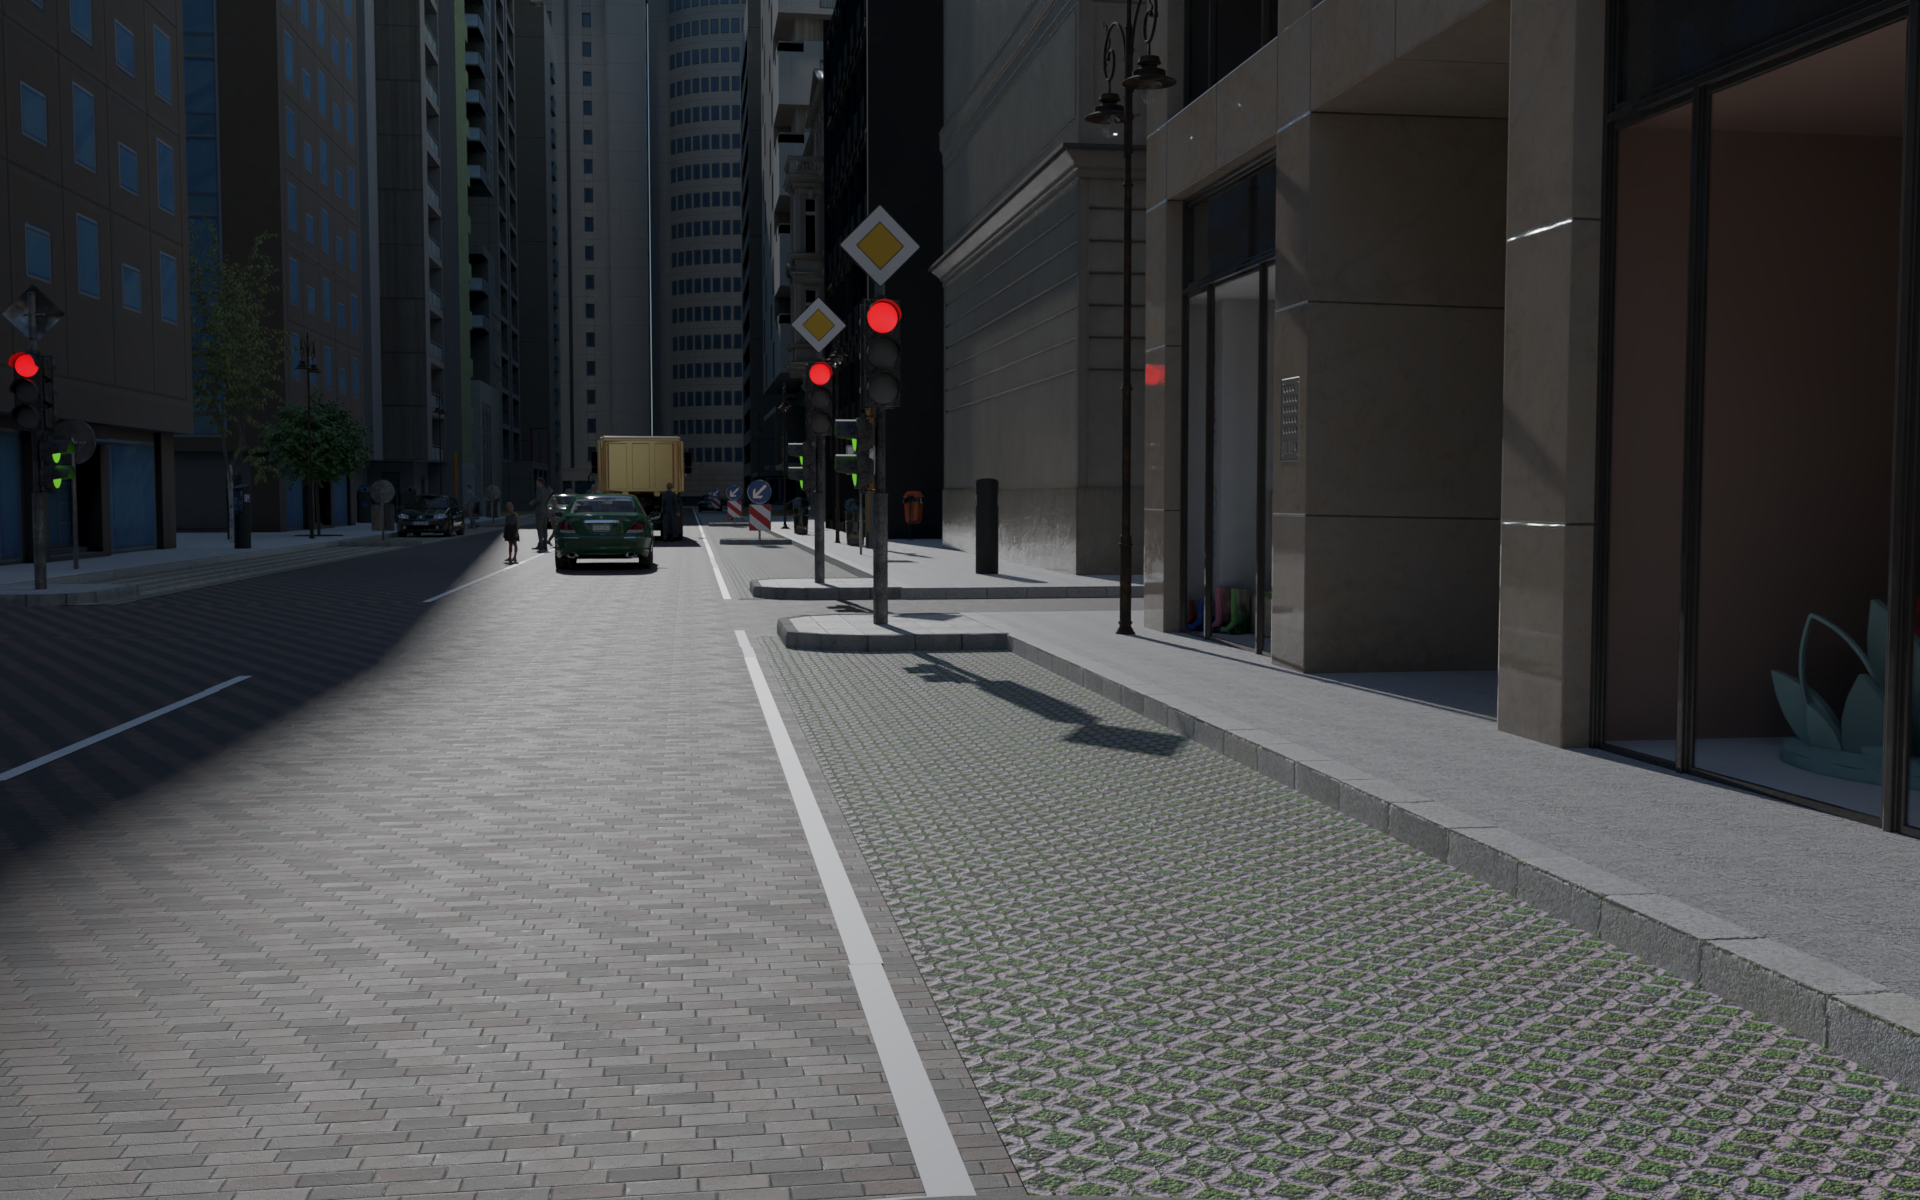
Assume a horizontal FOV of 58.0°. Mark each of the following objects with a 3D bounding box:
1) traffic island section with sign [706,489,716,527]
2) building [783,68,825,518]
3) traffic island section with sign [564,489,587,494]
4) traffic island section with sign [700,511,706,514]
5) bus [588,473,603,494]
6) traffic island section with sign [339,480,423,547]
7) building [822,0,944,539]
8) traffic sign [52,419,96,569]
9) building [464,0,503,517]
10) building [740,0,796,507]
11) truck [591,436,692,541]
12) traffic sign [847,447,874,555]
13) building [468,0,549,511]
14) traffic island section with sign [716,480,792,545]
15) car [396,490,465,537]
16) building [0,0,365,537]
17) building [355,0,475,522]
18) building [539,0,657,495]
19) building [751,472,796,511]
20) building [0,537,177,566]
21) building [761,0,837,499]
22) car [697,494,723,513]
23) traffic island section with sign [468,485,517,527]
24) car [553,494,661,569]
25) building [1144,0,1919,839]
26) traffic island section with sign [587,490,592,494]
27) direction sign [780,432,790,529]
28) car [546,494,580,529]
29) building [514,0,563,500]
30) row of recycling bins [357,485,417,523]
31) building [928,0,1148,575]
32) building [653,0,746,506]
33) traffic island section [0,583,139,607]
[{"bbox_3d":[-10.092,-4.148,76.455,1.989,1.847,2.006,-1,4,-9],"label":"traffic island section with sign"},{"bbox_3d":[-1.073,-16.116,82.579,14.460,24.649,34.723,-1,4,-9],"label":"building"},{"bbox_3d":[-27.924,-7.053,123.940,1.989,1.847,2.006,-1,4,-9],"label":"traffic island section with sign"},{"bbox_3d":[-17.933,-7.198,126.323,1.989,1.847,2.006,-1,4,-9],"label":"traffic island section with sign"},{"bbox_3d":[-26.266,-8.541,131.195,2.896,3.916,12.252,0,4,-8],"label":"bus"},{"bbox_3d":[-15.922,-2.391,47.719,1.989,1.847,2.006,-1,4,-9],"label":"traffic island section with sign"},{"bbox_3d":[2.283,-13.902,56.968,12.332,23.373,15.834,-1,4,-9],"label":"building"},{"bbox_3d":[-15.103,-1.799,29.517,0.768,2.556,0.104,0,4,0],"label":"traffic sign"},{"bbox_3d":[-40.531,-48.712,109.108,22.319,86.520,31.000,-1,4,-9],"label":"building"},{"bbox_3d":[-9.605,-33.050,164.062,21.300,48.544,21.600,-1,4,-9],"label":"building"},{"bbox_3d":[-10.434,-3.722,56.781,3.469,3.379,9.791,-1,4,-10],"label":"truck"},{"bbox_3d":[-2.097,-2.107,36.572,0.606,2.300,0.079,0,4,-4],"label":"traffic sign"},{"bbox_3d":[-43.737,-42.706,136.487,20.563,71.187,20.611,-1,4,-9],"label":"building"},{"bbox_3d":[-5.847,-2.492,49.365,1.989,1.847,2.006,-1,4,-9],"label":"traffic island section with sign"},{"bbox_3d":[-17.823,-2.972,58.383,2.009,1.686,4.222,0,4,-7],"label":"car"},{"bbox_3d":[-30.246,-25.201,62.151,14.600,45.320,14.200,-1,4,-9],"label":"building"},{"bbox_3d":[-32.020,-24.512,84.370,14.154,41.232,14.086,-1,4,-9],"label":"building"},{"bbox_3d":[-48.242,-39.606,189.555,28.212,58.520,21.231,-1,4,-9],"label":"building"},{"bbox_3d":[-0.859,-27.570,142.654,32.217,40.220,23.993,-1,4,-9],"label":"building"},{"bbox_3d":[-24.011,-23.362,32.073,14.600,45.320,14.200,-1,4,-9],"label":"building"},{"bbox_3d":[0.680,-32.249,116.502,28.713,52.752,27.495,-1,4,-9],"label":"building"},{"bbox_3d":[-18.871,-7.401,130.800,2.009,1.686,4.222,-1,4,-10],"label":"car"},{"bbox_3d":[-20.237,-4.070,75.174,1.989,1.847,2.006,-1,4,-9],"label":"traffic island section with sign"},{"bbox_3d":[-7.041,-1.387,34.471,2.131,1.459,4.920,-1,4,-9],"label":"car"},{"bbox_3d":[13.892,-11.995,0.628,19.350,26.468,34.151,-1,4,-9],"label":"building"},{"bbox_3d":[-32.122,-8.691,150.731,1.989,1.847,2.006,-1,4,-9],"label":"traffic island section with sign"},{"bbox_3d":[-6.417,-4.373,63.504,0.379,3.537,0.876,-1,4,-20],"label":"direction sign"},{"bbox_3d":[-16.585,-3.753,73.159,2.131,1.459,4.920,-1,4,-10],"label":"car"},{"bbox_3d":[-48.095,-32.684,158.086,21.600,48.544,21.300,-1,4,-9],"label":"building"},{"bbox_3d":[-26.018,-4.281,77.108,3.534,1.692,1.069,-1,4,-13],"label":"row of recycling bins"},{"bbox_3d":[14.767,-12.398,35.984,30.059,22.955,16.112,-1,4,-9],"label":"building"},{"bbox_3d":[-20.364,-39.870,193.875,28.212,58.520,21.231,-1,4,-9],"label":"building"},{"bbox_3d":[-12.416,-0.066,23.363,2.009,0.180,2.903,-1,4,-9],"label":"traffic island section"}]
